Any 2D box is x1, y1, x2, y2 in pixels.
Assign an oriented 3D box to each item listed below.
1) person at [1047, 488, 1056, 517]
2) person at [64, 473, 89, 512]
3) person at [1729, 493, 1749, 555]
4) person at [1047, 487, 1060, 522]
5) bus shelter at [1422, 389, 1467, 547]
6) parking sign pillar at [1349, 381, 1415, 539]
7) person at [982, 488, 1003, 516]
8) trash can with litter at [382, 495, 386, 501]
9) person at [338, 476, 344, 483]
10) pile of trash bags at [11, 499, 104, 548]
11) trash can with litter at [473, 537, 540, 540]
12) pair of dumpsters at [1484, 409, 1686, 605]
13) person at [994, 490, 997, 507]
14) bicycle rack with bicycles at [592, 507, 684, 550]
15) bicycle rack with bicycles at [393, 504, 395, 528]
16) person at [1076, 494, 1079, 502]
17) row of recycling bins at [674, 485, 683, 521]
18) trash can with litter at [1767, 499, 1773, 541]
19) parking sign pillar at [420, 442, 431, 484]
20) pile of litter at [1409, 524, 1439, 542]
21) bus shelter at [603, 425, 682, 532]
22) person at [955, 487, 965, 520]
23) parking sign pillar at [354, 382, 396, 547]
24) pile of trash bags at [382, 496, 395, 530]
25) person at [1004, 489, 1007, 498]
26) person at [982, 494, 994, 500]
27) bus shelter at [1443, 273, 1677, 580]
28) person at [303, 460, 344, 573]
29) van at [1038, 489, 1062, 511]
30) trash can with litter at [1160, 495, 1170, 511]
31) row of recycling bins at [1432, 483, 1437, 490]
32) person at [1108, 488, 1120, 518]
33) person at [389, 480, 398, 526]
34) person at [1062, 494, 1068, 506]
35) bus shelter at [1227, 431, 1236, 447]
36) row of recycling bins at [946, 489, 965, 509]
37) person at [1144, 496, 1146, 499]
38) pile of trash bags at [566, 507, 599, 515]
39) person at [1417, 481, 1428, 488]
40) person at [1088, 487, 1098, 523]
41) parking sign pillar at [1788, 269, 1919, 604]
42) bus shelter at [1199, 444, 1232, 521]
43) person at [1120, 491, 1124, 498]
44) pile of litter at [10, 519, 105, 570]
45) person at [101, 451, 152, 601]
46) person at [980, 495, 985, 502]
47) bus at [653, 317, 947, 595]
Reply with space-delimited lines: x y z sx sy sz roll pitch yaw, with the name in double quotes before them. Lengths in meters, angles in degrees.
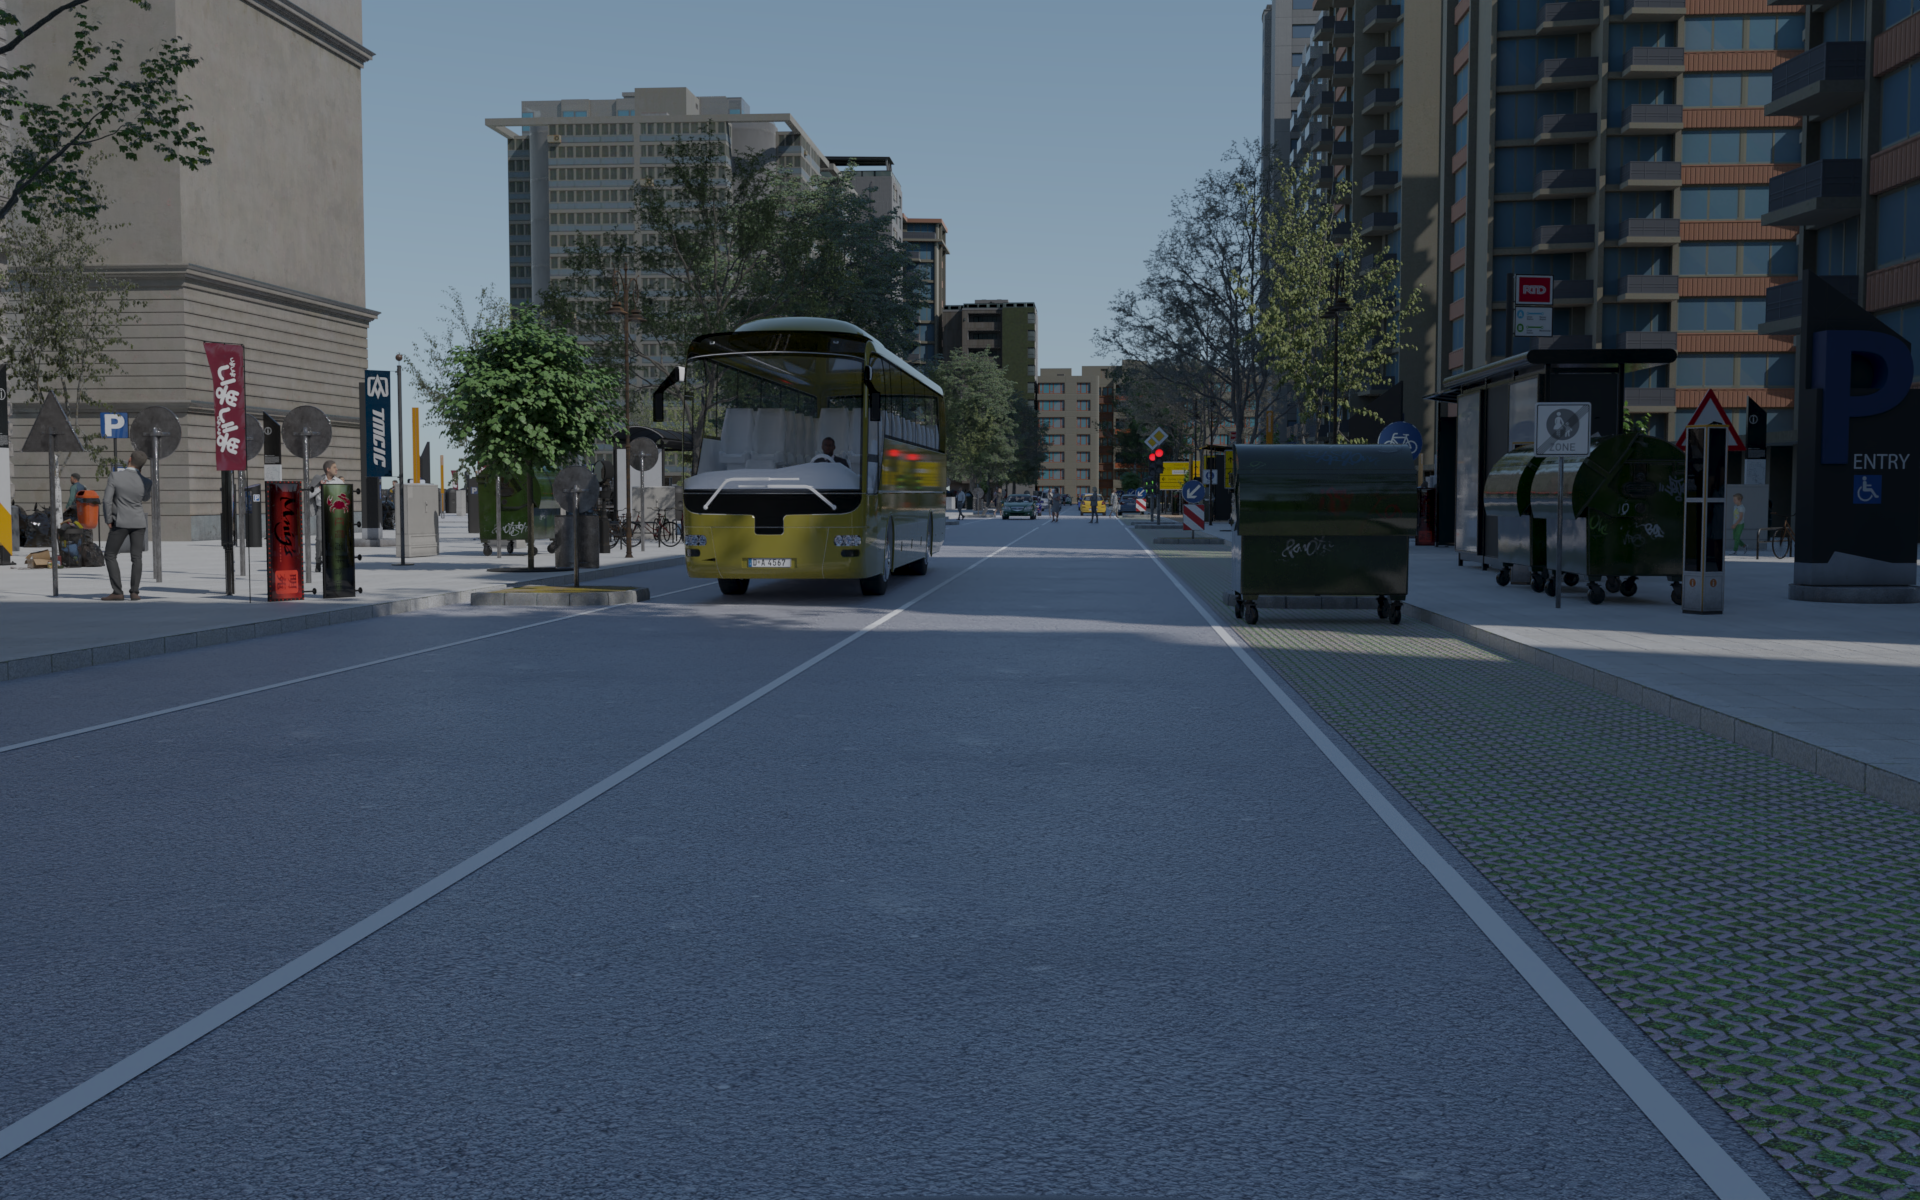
"person" 5.679 -5.977 106.493 0.573 1.790 0.520 2 4 34
"person" -22.818 -2.366 44.708 0.713 1.824 0.794 2 4 31
"person" 16.501 -1.612 36.655 0.590 1.304 0.306 -2 4 -25
"person" 4.743 -4.835 87.908 0.532 1.782 0.716 -3 5 -41
"bus shelter" 11.757 -2.901 38.711 1.731 3.624 6.357 0 4 4
"parking sign pillar" 10.041 -3.256 41.706 1.447 3.967 1.447 2 4 34
"person" 2.204 -6.448 114.135 1.509 1.804 0.699 0 4 6
"trash can with litter" -51.485 -8.805 155.022 2.233 1.210 1.678 -2 4 -29
"person" -18.809 -2.843 52.631 0.679 1.850 0.850 1 4 12
"pile of trash bags" -21.919 -1.979 42.115 3.447 1.369 1.912 2 4 35
"trash can with litter" -12.961 -2.313 48.883 1.678 1.210 2.233 -2 4 -34
"pair of dumpsters" 7.934 -1.192 21.977 1.574 2.255 4.437 0 4 4
"person" 3.615 -10.172 173.285 0.436 1.711 0.756 1 4 16
"bicycle rack with bicycles" -8.456 -1.705 41.255 2.925 0.926 2.852 1 4 21
"bicycle rack with bicycles" -22.247 -3.238 66.323 2.925 0.926 2.852 -2 4 -28
"person" 15.288 -13.031 224.816 0.557 1.426 1.065 1 4 17
"row of recycling bins" -13.829 -4.712 84.157 1.069 1.692 3.534 -1 4 -14
"trash can with litter" 21.585 -2.162 46.742 0.624 1.170 1.055 2 4 24
"parking sign pillar" -27.405 -6.109 88.346 1.447 3.967 1.447 0 4 0
"pile of litter" 12.913 -2.030 47.148 1.719 0.858 1.176 0 4 2
"bus shelter" -9.349 -3.665 53.842 2.014 3.302 5.546 0 4 4
"person" 0.006 -5.308 95.379 0.679 1.850 0.850 3 4 39
"parking sign pillar" -14.441 -3.303 42.470 1.447 3.967 1.447 -1 4 -15
"pile of trash bags" -20.750 -3.187 61.855 3.447 1.369 1.912 1 4 22
"person" 4.930 -11.261 190.103 0.705 1.831 1.348 2 4 24
"person" 2.930 -10.774 182.724 1.217 1.766 0.721 0 4 3
"bus shelter" 9.573 -3.157 29.256 2.179 5.291 8.768 0 4 4
"person" -10.305 -1.345 28.134 0.679 1.850 0.850 -3 4 -36
"van" 7.579 -8.453 145.218 2.013 2.044 4.112 0 4 5
"trash can with litter" 17.205 -8.162 144.504 1.678 1.210 2.233 0 4 -1
"row of recycling bins" 16.338 -3.034 56.724 1.069 1.692 3.534 2 4 33
"person" 9.183 -5.769 103.176 0.694 1.780 0.624 -3 5 -43
"person" -22.732 -3.905 69.700 0.447 1.846 0.655 -1 4 -14
"person" 12.809 -12.166 210.653 0.697 1.427 0.421 1 4 20
"bus shelter" 16.650 -7.986 108.197 2.179 5.291 8.768 0 4 4
"row of recycling bins" -0.930 -8.879 152.281 1.069 1.692 3.534 3 5 44
"person" 24.431 -13.590 229.068 0.721 1.723 1.217 0 4 6
"pile of trash bags" -14.438 -3.625 69.013 3.447 1.369 1.912 -3 5 -40
"person" 17.877 -3.724 67.202 0.793 1.790 0.793 -1 4 -17
"person" 6.530 -4.662 84.904 0.526 1.800 0.537 0 4 2
"parking sign pillar" 10.803 -1.978 20.807 1.447 3.967 1.447 0 4 -2
"bus shelter" 12.723 -5.712 84.671 1.731 3.624 6.357 0 4 4
"person" 15.758 -9.820 169.875 0.721 1.723 1.217 0 4 6
"pile of litter" -15.714 -0.992 30.185 1.176 0.858 1.719 3 5 40
"person" -10.047 -0.896 20.869 0.592 1.802 0.473 -2 4 -29
"person" 2.729 -13.065 220.203 0.990 1.755 0.434 -1 4 -18
"bus" -1.979 -2.218 27.816 2.896 3.916 12.252 0 4 4
